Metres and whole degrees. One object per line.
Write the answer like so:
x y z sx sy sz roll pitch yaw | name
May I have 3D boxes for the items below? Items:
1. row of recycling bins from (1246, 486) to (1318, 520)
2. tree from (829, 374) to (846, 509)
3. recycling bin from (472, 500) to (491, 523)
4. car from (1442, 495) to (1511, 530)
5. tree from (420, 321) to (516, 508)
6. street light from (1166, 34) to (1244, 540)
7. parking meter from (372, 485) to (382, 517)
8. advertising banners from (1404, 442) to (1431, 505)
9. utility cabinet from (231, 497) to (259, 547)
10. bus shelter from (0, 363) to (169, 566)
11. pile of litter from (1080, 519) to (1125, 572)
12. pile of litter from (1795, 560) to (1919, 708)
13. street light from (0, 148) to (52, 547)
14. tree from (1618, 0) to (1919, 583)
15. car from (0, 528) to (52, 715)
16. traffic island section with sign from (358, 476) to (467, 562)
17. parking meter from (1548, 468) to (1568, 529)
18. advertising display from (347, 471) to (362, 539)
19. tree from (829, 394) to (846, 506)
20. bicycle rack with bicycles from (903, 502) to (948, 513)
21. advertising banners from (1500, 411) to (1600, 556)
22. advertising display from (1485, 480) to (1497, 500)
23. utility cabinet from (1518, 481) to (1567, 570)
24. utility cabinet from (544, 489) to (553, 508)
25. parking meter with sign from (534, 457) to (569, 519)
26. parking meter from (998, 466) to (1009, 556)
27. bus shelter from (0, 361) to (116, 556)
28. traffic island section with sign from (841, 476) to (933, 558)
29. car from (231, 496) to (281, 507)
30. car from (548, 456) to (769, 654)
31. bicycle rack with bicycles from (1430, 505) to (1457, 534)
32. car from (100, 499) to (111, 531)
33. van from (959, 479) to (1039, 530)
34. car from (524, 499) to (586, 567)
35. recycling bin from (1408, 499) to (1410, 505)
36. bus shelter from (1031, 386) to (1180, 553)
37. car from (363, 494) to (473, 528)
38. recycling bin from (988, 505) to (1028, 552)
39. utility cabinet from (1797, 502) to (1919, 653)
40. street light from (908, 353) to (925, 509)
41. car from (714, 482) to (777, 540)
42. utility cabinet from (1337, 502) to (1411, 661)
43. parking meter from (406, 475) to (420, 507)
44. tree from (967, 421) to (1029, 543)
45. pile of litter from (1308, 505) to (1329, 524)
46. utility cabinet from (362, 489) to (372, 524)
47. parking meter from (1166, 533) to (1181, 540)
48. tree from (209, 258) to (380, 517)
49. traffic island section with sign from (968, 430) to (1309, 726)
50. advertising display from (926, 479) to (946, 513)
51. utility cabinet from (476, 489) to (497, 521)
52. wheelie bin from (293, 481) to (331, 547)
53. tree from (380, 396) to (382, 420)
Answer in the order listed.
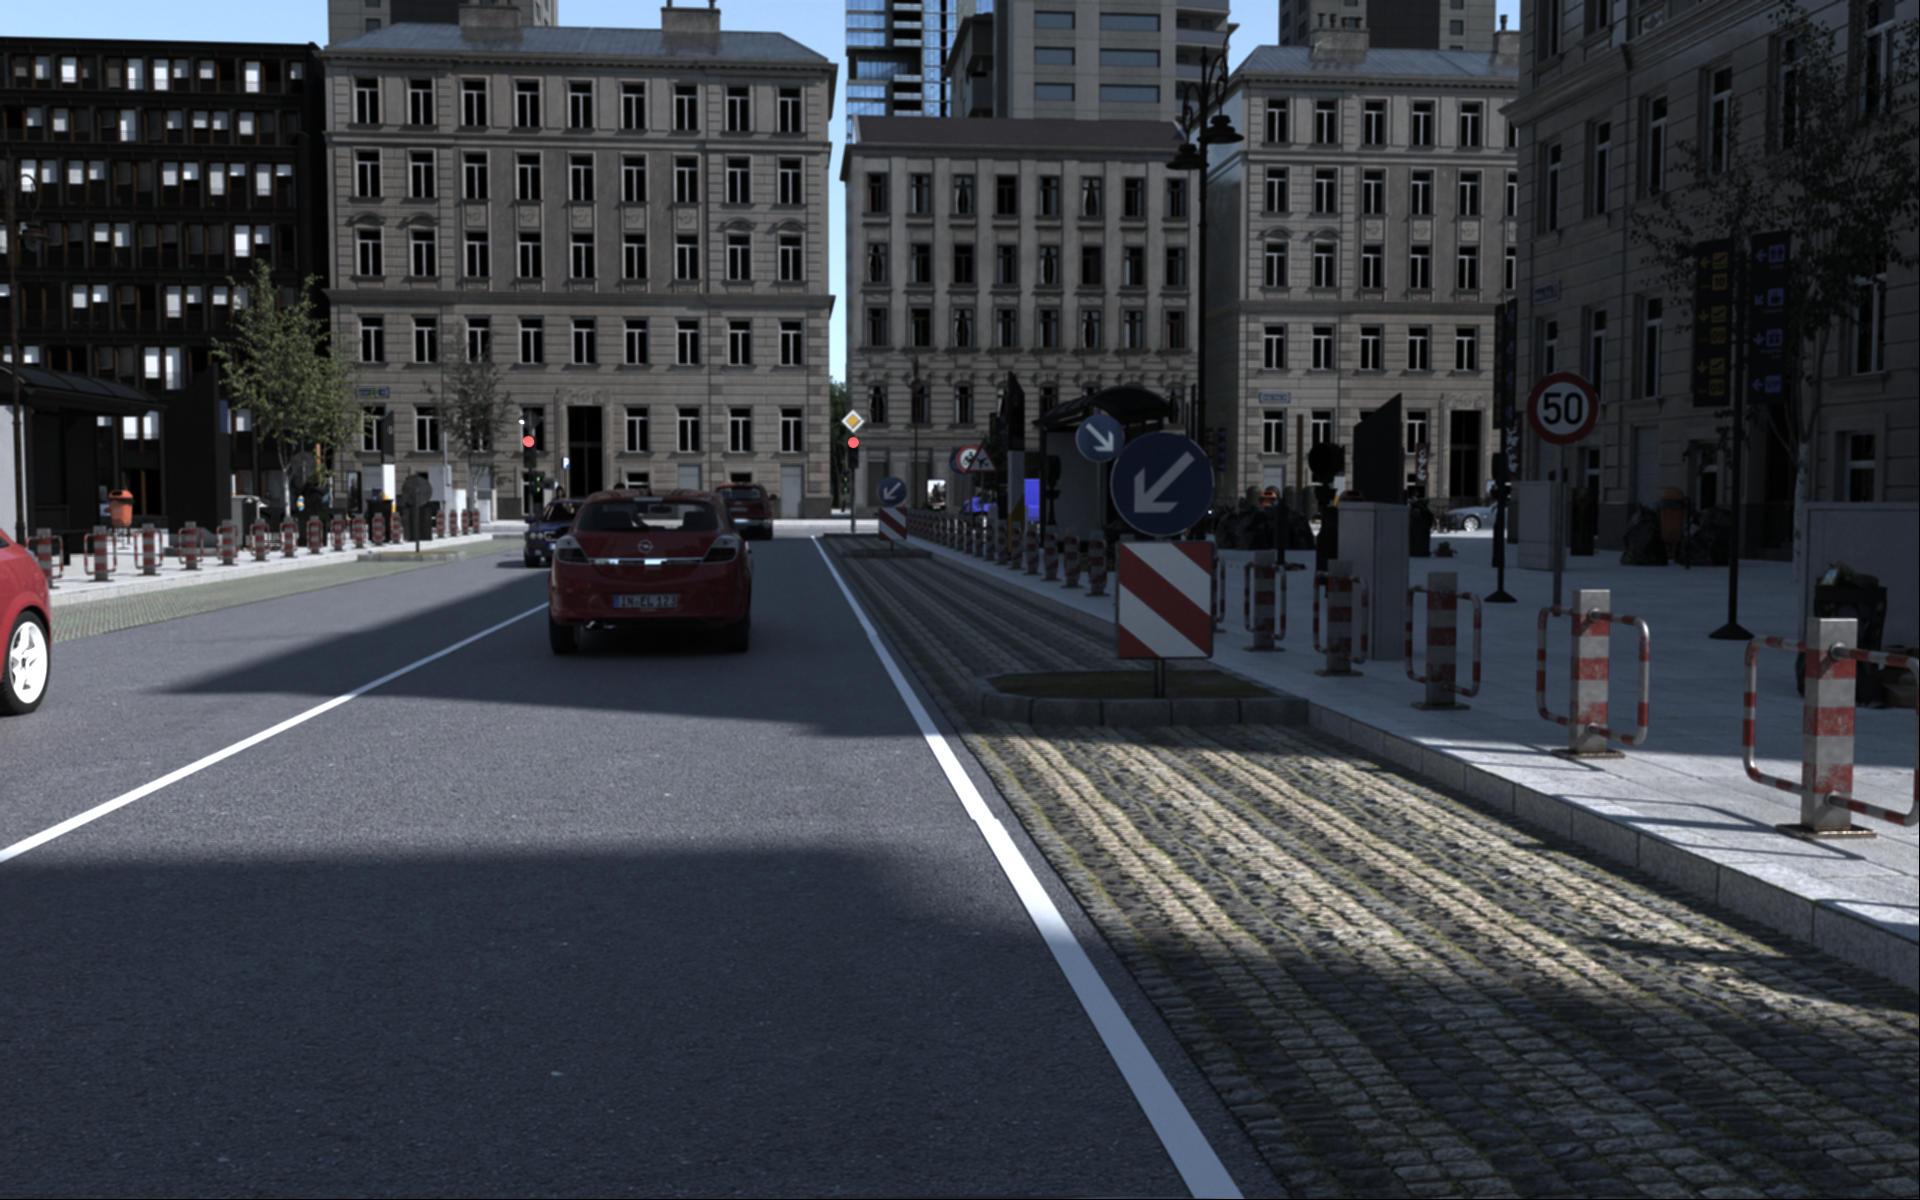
15.917 -4.805 85.668 3.534 1.692 1.069 1 4 12 | row of recycling bins
-10.370 -13.687 149.536 9.928 11.665 9.643 0 3 0 | tree
-20.989 -3.880 75.999 0.722 1.027 0.722 -1 4 -10 | recycling bin
20.328 -3.241 64.997 4.499 1.417 2.014 0 4 -5 | car
-20.526 -7.502 73.016 4.360 8.622 3.978 0 3 0 | tree
2.520 -2.768 18.052 0.468 5.910 1.993 0 4 -6 | street light
-16.922 -2.573 50.474 0.372 1.533 0.369 0 3 0 | parking meter
15.097 -3.862 59.329 2.074 3.025 0.090 2 4 35 | advertising banners
-17.365 -1.868 41.704 1.020 1.237 0.306 1 4 19 | utility cabinet
-15.076 -2.122 28.618 2.014 3.302 5.546 0 4 -6 | bus shelter
2.311 -0.927 29.116 1.176 0.858 1.719 2 4 29 | pile of litter
5.950 0.178 11.047 1.719 0.858 1.176 -3 5 -41 | pile of litter
-12.727 -3.091 23.329 0.468 5.910 1.993 0 4 -6 | street light
12.005 -4.558 24.891 4.360 8.622 3.978 0 3 0 | tree
-6.821 -0.043 9.750 2.155 1.783 4.494 0 4 -5 | car
-11.769 -1.759 37.394 1.989 1.847 2.006 0 4 -6 | traffic island section with sign
13.268 -2.004 38.481 0.399 1.863 0.255 -2 4 -32 | parking meter
-17.225 -2.696 49.296 0.123 1.923 0.974 -3 4 -36 | advertising display
-13.204 -16.384 184.884 9.611 12.733 9.660 0 3 0 | tree
-1.765 -4.192 81.916 2.925 0.926 2.852 3 4 38 | bicycle rack with bicycles
12.286 -2.450 36.247 2.074 3.025 0.090 2 4 26 | advertising banners
23.742 -4.387 76.943 0.123 1.923 0.974 -2 4 -29 | advertising display
9.851 -1.261 29.288 0.318 1.500 1.173 0 4 -7 | utility cabinet
-19.177 -4.408 80.750 0.318 1.500 1.173 0 4 -8 | utility cabinet
-19.501 -5.278 82.557 1.738 3.016 0.543 1 4 21 | parking meter with sign
0.954 -1.842 35.835 0.255 1.863 0.399 1 4 18 | parking meter
-17.970 -2.534 32.710 1.731 3.624 6.357 0 4 -6 | bus shelter
-1.691 -1.878 39.334 1.989 1.847 2.006 0 4 -6 | traffic island section with sign
-27.340 -3.333 66.860 4.827 1.381 2.083 0 4 -4 | car
-2.968 -0.494 17.122 2.155 1.783 4.494 0 4 -7 | car
15.242 -2.662 56.899 2.925 0.926 2.852 -3 5 -39 | bicycle rack with bicycles
-34.327 -3.307 66.065 4.499 1.417 2.014 0 4 -4 | car
2.564 -4.001 69.794 5.245 2.365 2.240 0 4 -5 | van
-7.751 -1.380 35.149 1.945 1.354 3.894 0 4 -5 | car
22.600 -4.558 87.076 0.722 1.027 0.722 0 4 8 | recycling bin
2.830 -2.521 35.137 2.014 3.302 5.546 0 4 -6 | bus shelter
-20.857 -3.494 66.914 4.222 1.686 2.009 0 4 -6 | car
1.072 -1.586 38.487 0.722 1.027 0.722 2 4 23 | recycling bin
7.260 -0.160 13.782 1.020 1.237 0.306 1 4 16 | utility cabinet
-1.436 -5.141 56.844 0.468 5.910 1.993 0 4 -6 | street light
-7.011 -2.860 55.437 2.281 1.827 5.304 0 4 -5 | car
3.291 -0.162 13.808 0.306 1.237 1.020 0 4 -3 | utility cabinet
-16.339 -2.815 51.730 0.255 1.863 0.399 1 4 21 | parking meter
1.000 -3.131 45.799 1.663 3.219 1.824 0 3 0 | tree
15.741 -3.735 75.034 1.176 0.858 1.719 -3 5 -45 | pile of litter
-24.692 -3.915 72.688 1.173 1.500 0.318 3 4 38 | utility cabinet
4.188 -1.737 34.106 0.255 1.863 0.399 2 4 26 | parking meter
-21.084 -6.338 53.981 4.737 8.622 4.395 0 3 0 | tree
1.086 -0.180 11.579 1.989 1.847 2.006 0 4 -6 | traffic island section with sign
-1.031 -4.223 74.261 0.974 1.923 0.123 -2 4 -34 | advertising display
-22.222 -4.427 81.060 1.173 1.500 0.318 2 4 30 | utility cabinet
-15.713 -2.092 42.106 0.693 1.594 0.980 0 4 7 | wheelie bin
-27.564 -7.678 75.903 4.737 8.622 4.395 0 3 0 | tree
